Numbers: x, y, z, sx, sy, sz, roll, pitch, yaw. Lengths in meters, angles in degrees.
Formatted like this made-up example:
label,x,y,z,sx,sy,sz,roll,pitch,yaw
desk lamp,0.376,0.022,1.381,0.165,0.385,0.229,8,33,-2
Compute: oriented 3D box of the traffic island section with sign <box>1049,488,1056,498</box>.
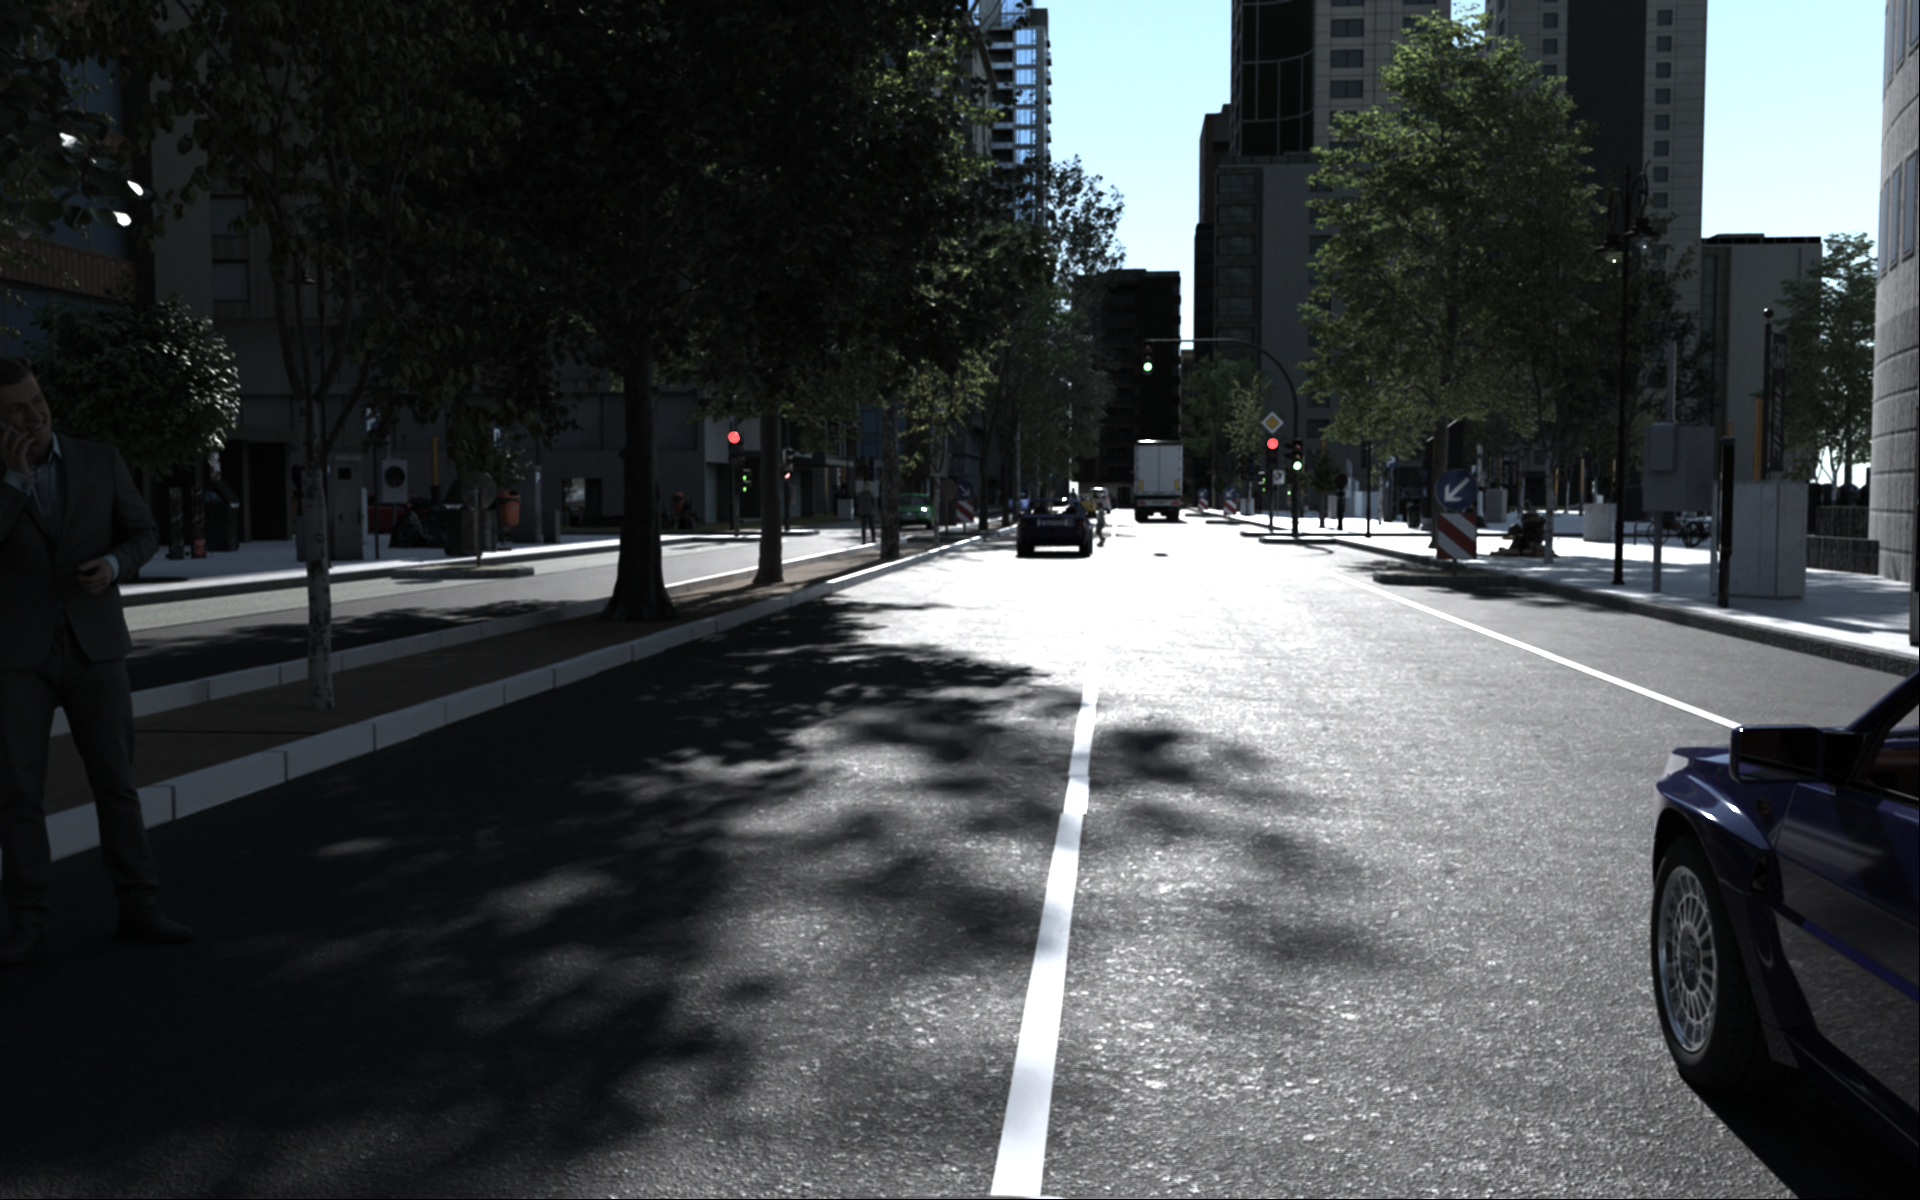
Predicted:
label,x,y,z,sx,sy,sz,roll,pitch,yaw
traffic island section with sign,7.098,-7.714,134.258,2.006,1.907,1.989,0,4,5

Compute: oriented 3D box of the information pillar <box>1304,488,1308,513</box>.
label,x,y,z,sx,sy,sz,roll,pitch,yaw
information pillar,23.662,-6.987,118.724,0.304,2.012,0.304,-2,4,-35

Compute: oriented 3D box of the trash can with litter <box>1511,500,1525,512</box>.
label,x,y,z,sx,sy,sz,roll,pitch,yaw
trash can with litter,40.439,-6.993,125.727,1.055,1.170,0.624,2,4,26

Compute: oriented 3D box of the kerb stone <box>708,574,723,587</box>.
label,x,y,z,sx,sy,sz,roll,pitch,yaw
kerb stone,-3.862,-0.276,26.720,0.120,0.150,1.000,0,4,5

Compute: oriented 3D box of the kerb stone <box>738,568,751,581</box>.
label,x,y,z,sx,sy,sz,roll,pitch,yaw
kerb stone,-3.678,-0.399,28.780,0.120,0.150,1.000,0,4,5

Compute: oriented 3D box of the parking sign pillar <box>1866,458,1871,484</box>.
label,x,y,z,sx,sy,sz,roll,pitch,yaw
parking sign pillar,65.744,-8.333,124.714,1.447,3.967,1.447,0,4,3

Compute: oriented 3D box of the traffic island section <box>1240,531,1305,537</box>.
label,x,y,z,sx,sy,sz,roll,pitch,yaw
traffic island section,10.585,-2.235,58.824,2.009,0.180,2.903,0,4,5

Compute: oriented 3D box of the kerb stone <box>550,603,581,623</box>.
label,x,y,z,sx,sy,sz,roll,pitch,yaw
kerb stone,-4.520,0.161,19.557,0.120,0.150,1.000,0,4,5

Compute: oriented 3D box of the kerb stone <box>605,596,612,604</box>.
label,x,y,z,sx,sy,sz,roll,pitch,yaw
kerb stone,-4.340,0.039,21.607,0.120,0.150,1.000,0,4,5

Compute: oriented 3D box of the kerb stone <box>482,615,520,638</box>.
label,x,y,z,sx,sy,sz,roll,pitch,yaw
kerb stone,-4.714,0.286,17.522,0.120,0.150,1.000,0,4,5

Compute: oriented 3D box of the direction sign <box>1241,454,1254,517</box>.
label,x,y,z,sx,sy,sz,roll,pitch,yaw
direction sign,16.374,-6.526,98.700,0.876,3.537,0.379,3,5,42

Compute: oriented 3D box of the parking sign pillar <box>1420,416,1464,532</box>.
label,x,y,z,sx,sy,sz,roll,pitch,yaw
parking sign pillar,16.631,-4.355,59.675,1.447,3.967,1.447,-1,4,-10

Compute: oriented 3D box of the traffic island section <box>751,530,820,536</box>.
label,x,y,z,sx,sy,sz,roll,pitch,yaw
traffic island section,-6.036,-2.329,60.353,2.009,0.180,2.903,0,4,5

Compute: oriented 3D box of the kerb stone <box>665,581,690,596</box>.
label,x,y,z,sx,sy,sz,roll,pitch,yaw
kerb stone,-4.058,-0.146,24.664,0.120,0.150,1.000,0,4,5

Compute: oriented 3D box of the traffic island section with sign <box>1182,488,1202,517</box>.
label,x,y,z,sx,sy,sz,roll,pitch,yaw
traffic island section with sign,15.361,-6.231,110.503,1.989,1.847,2.006,0,4,5

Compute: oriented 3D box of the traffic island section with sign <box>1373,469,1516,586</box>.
label,x,y,z,sx,sy,sz,roll,pitch,yaw
traffic island section with sign,7.754,-1.182,27.961,1.989,1.847,2.006,0,4,5

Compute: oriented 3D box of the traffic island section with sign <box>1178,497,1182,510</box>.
label,x,y,z,sx,sy,sz,roll,pitch,yaw
traffic island section with sign,19.929,-9.267,160.150,1.989,1.847,2.006,0,4,5

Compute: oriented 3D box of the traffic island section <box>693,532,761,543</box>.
label,x,y,z,sx,sy,sz,roll,pitch,yaw
traffic island section,-6.768,-1.842,52.401,2.009,0.180,2.903,0,4,5

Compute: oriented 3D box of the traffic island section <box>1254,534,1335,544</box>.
label,x,y,z,sx,sy,sz,roll,pitch,yaw
traffic island section,9.853,-1.749,50.872,2.009,0.180,2.903,0,4,5

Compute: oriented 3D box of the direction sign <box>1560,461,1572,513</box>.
label,x,y,z,sx,sy,sz,roll,pitch,yaw
direction sign,40.998,-7.657,117.186,0.379,3.537,0.876,-3,4,-37

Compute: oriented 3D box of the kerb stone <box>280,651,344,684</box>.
label,x,y,z,sx,sy,sz,roll,pitch,yaw
kerb stone,-5.084,0.538,13.445,0.120,0.150,1.000,0,4,5

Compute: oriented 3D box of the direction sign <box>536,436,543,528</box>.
label,x,y,z,sx,sy,sz,roll,pitch,yaw
direction sign,-15.722,-4.439,64.579,0.379,3.537,0.876,0,4,-7

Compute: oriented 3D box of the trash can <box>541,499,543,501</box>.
label,x,y,z,sx,sy,sz,roll,pitch,yaw
trash can,-12.220,-2.300,49.254,0.748,1.137,0.748,0,3,0

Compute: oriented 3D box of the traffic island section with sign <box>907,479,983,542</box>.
label,x,y,z,sx,sy,sz,roll,pitch,yaw
traffic island section with sign,-0.469,-2.686,52.058,2.006,1.907,1.989,0,4,5

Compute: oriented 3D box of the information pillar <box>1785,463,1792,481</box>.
label,x,y,z,sx,sy,sz,roll,pitch,yaw
information pillar,61.884,-8.443,129.393,0.504,3.616,0.183,-1,4,-11

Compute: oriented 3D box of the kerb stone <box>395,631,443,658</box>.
label,x,y,z,sx,sy,sz,roll,pitch,yaw
kerb stone,-4.901,0.410,15.485,0.120,0.150,1.000,0,4,5

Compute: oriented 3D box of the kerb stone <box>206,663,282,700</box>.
label,x,y,z,sx,sy,sz,roll,pitch,yaw
kerb stone,-5.184,0.598,12.425,0.120,0.150,1.000,0,4,5

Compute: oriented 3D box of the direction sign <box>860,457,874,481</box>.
label,x,y,z,sx,sy,sz,roll,pitch,yaw
direction sign,-5.672,-6.965,105.880,0.876,3.537,0.379,0,4,5

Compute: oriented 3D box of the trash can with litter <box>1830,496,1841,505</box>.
label,x,y,z,sx,sy,sz,roll,pitch,yaw
trash can with litter,31.873,-3.169,62.871,1.678,1.210,2.233,0,4,-5

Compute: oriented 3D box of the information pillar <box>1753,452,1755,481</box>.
label,x,y,z,sx,sy,sz,roll,pitch,yaw
information pillar,44.543,-6.445,96.727,0.504,3.616,0.183,3,5,43

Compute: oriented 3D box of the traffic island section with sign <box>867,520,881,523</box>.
label,x,y,z,sx,sy,sz,roll,pitch,yaw
traffic island section with sign,-3.450,-4.662,84.850,1.989,1.847,2.006,0,4,5

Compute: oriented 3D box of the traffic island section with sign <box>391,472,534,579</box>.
label,x,y,z,sx,sy,sz,roll,pitch,yaw
traffic island section with sign,-8.507,-1.307,29.995,1.989,1.847,2.006,0,4,5

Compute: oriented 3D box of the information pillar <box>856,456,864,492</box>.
label,x,y,z,sx,sy,sz,roll,pitch,yaw
information pillar,-6.099,-6.955,105.062,0.504,3.616,0.183,0,4,-1

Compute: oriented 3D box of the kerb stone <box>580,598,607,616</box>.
label,x,y,z,sx,sy,sz,roll,pitch,yaw
kerb stone,-4.436,0.100,20.582,0.120,0.150,1.000,0,4,5

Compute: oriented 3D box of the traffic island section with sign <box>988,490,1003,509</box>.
label,x,y,z,sx,sy,sz,roll,pitch,yaw
traffic island section with sign,3.627,-9.359,161.655,1.989,1.847,2.006,0,4,5

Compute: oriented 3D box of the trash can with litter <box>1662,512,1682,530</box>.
label,x,y,z,sx,sy,sz,roll,pitch,yaw
trash can with litter,25.619,-3.107,62.189,0.624,1.170,1.055,0,4,-6

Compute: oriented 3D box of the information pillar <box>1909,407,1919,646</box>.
label,x,y,z,sx,sy,sz,roll,pitch,yaw
information pillar,8.227,-0.616,14.558,0.304,2.012,0.304,-3,5,-39

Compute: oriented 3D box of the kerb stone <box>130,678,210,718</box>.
label,x,y,z,sx,sy,sz,roll,pitch,yaw
kerb stone,-5.276,0.661,11.400,0.120,0.150,1.000,0,4,5

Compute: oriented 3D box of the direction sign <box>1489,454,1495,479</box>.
label,x,y,z,sx,sy,sz,roll,pitch,yaw
direction sign,30.409,-6.549,99.067,0.379,3.537,0.876,3,4,38

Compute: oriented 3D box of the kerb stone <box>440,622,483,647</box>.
label,x,y,z,sx,sy,sz,roll,pitch,yaw
kerb stone,-4.809,0.348,16.505,0.120,0.150,1.000,0,4,5

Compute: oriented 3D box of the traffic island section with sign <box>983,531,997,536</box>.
label,x,y,z,sx,sy,sz,roll,pitch,yaw
traffic island section with sign,0.220,-3.137,59.434,2.006,1.907,1.989,0,4,5

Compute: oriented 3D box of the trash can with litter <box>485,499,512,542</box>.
label,x,y,z,sx,sy,sz,roll,pitch,yaw
trash can with litter,-12.368,-2.154,46.606,0.624,1.170,1.055,2,4,28

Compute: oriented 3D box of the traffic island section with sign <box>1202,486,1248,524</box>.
label,x,y,z,sx,sy,sz,roll,pitch,yaw
traffic island section with sign,12.883,-4.589,83.662,1.989,1.847,2.006,0,4,5

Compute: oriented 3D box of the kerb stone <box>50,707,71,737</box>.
label,x,y,z,sx,sy,sz,roll,pitch,yaw
kerb stone,-5.368,0.723,10.372,0.120,0.150,1.000,0,4,5

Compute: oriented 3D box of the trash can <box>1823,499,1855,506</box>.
label,x,y,z,sx,sy,sz,roll,pitch,yaw
trash can,20.847,-1.825,41.492,0.748,1.137,0.748,0,3,0

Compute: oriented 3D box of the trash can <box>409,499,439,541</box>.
label,x,y,z,sx,sy,sz,roll,pitch,yaw
trash can,-14.250,-2.106,46.081,0.748,1.137,0.748,0,3,0

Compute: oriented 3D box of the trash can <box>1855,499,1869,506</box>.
label,x,y,z,sx,sy,sz,roll,pitch,yaw
trash can,26.010,-2.323,49.637,0.748,1.137,0.748,0,3,0

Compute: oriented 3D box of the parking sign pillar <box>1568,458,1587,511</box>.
label,x,y,z,sx,sy,sz,roll,pitch,yaw
parking sign pillar,46.478,-8.664,130.135,1.447,3.967,1.447,-1,4,-21

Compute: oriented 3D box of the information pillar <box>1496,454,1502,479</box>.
label,x,y,z,sx,sy,sz,roll,pitch,yaw
information pillar,31.610,-6.745,101.629,0.504,3.616,0.183,-2,4,-30

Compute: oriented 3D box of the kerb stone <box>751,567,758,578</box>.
label,x,y,z,sx,sy,sz,roll,pitch,yaw
kerb stone,-3.582,-0.465,29.797,0.120,0.150,1.000,0,4,5

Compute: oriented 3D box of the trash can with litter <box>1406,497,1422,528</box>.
label,x,y,z,sx,sy,sz,roll,pitch,yaw
trash can with litter,17.234,-3.344,66.065,0.624,1.170,1.055,0,4,2

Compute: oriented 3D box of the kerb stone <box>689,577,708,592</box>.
label,x,y,z,sx,sy,sz,roll,pitch,yaw
kerb stone,-3.956,-0.214,25.688,0.120,0.150,1.000,0,4,5

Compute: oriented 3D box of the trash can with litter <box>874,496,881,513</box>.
label,x,y,z,sx,sy,sz,roll,pitch,yaw
trash can with litter,-4.964,-6.363,115.088,2.233,1.210,1.678,2,4,33

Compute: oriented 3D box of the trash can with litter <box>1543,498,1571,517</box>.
label,x,y,z,sx,sy,sz,roll,pitch,yaw
trash can with litter,33.807,-5.359,98.672,1.678,1.210,2.233,1,4,12

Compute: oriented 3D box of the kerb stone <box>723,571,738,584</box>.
label,x,y,z,sx,sy,sz,roll,pitch,yaw
kerb stone,-3.760,-0.339,27.736,0.120,0.150,1.000,0,4,5

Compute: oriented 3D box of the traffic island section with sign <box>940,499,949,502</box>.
label,x,y,z,sx,sy,sz,roll,pitch,yaw
traffic island section with sign,-0.979,-6.304,111.692,1.989,1.847,2.006,0,4,5

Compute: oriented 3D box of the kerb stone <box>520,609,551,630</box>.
label,x,y,z,sx,sy,sz,roll,pitch,yaw
kerb stone,-4.624,0.227,18.541,0.120,0.150,1.000,0,4,5

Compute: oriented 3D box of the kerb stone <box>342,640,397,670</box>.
label,x,y,z,sx,sy,sz,roll,pitch,yaw
kerb stone,-4.988,0.474,14.462,0.120,0.150,1.000,0,4,5

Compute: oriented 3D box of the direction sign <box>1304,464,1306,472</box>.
label,x,y,z,sx,sy,sz,roll,pitch,yaw
direction sign,25.667,-8.370,128.850,0.379,3.537,0.876,0,4,3
